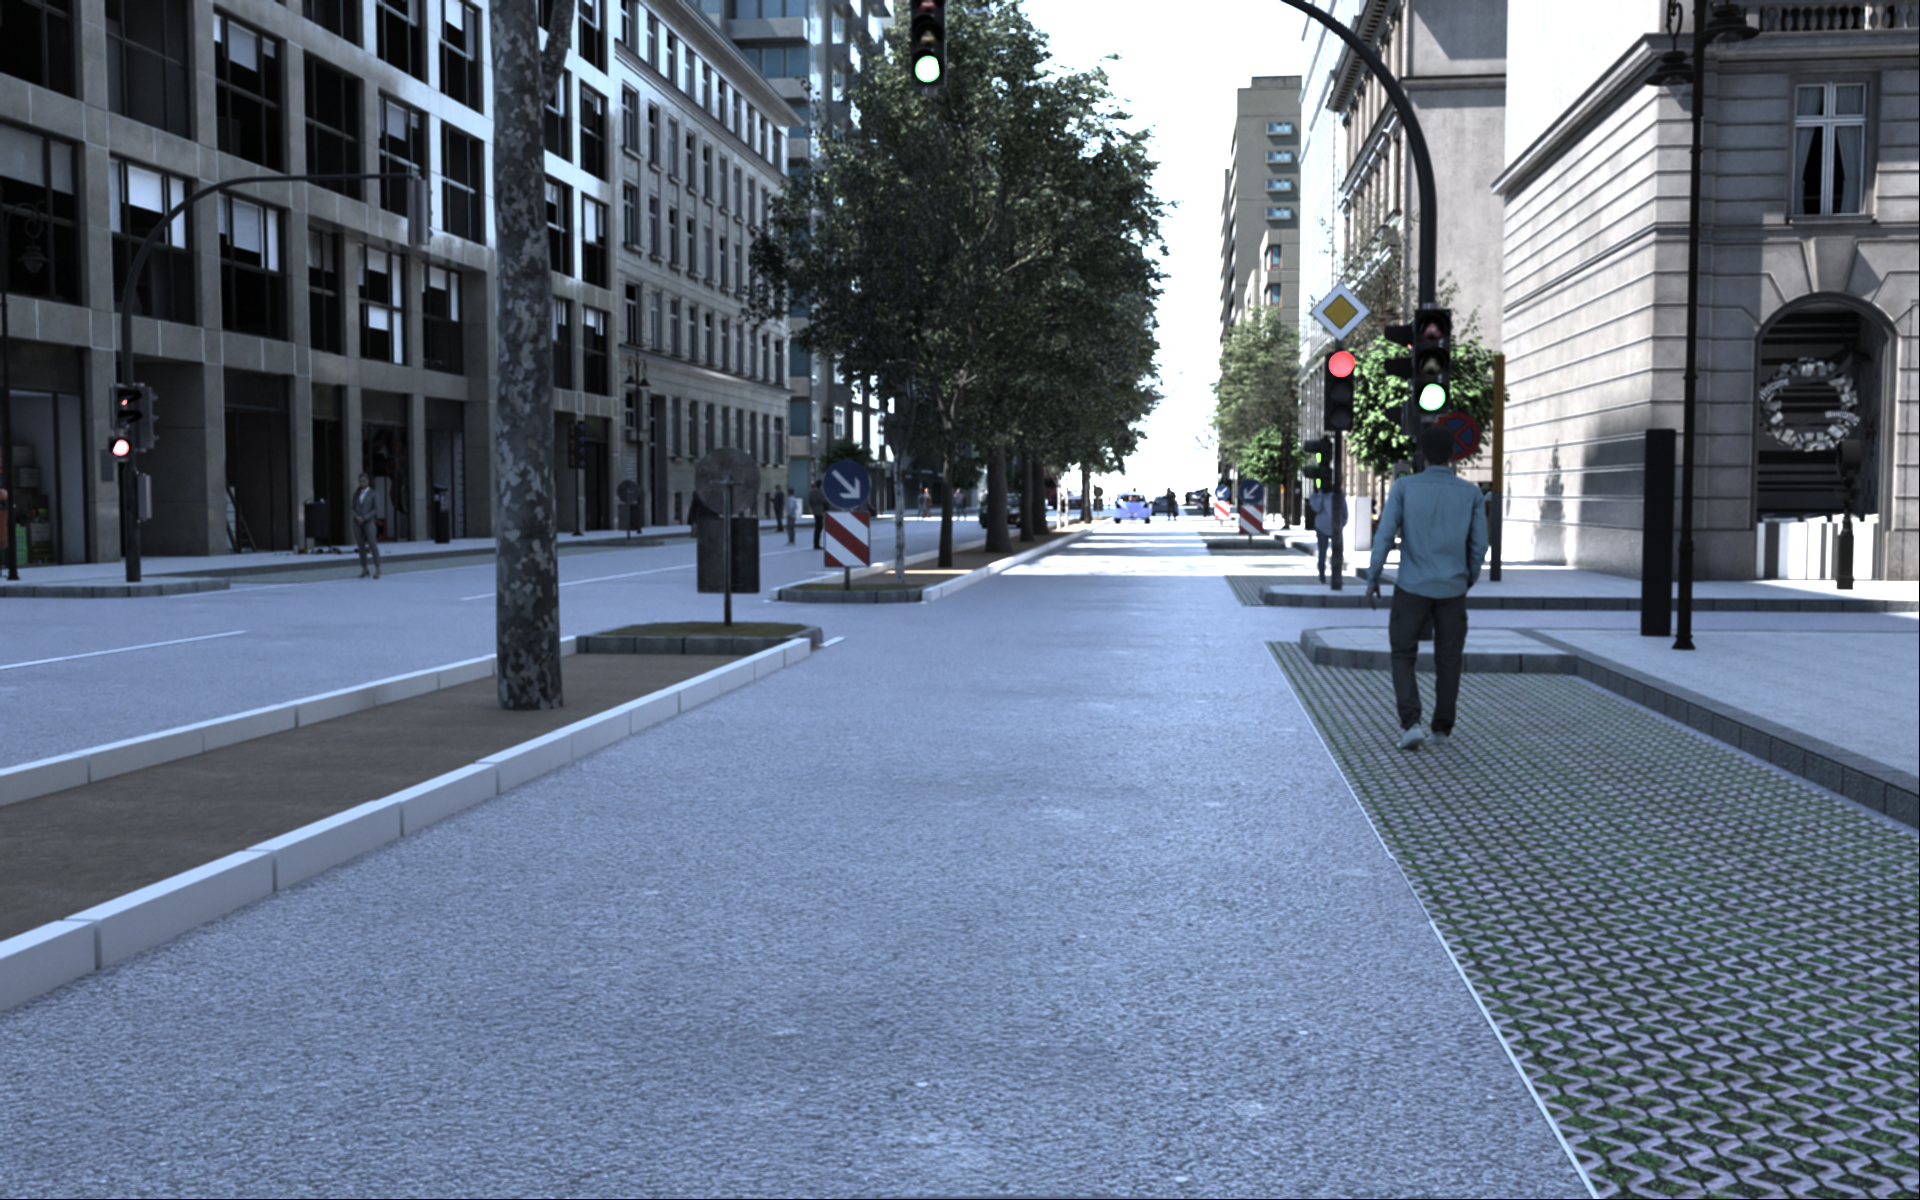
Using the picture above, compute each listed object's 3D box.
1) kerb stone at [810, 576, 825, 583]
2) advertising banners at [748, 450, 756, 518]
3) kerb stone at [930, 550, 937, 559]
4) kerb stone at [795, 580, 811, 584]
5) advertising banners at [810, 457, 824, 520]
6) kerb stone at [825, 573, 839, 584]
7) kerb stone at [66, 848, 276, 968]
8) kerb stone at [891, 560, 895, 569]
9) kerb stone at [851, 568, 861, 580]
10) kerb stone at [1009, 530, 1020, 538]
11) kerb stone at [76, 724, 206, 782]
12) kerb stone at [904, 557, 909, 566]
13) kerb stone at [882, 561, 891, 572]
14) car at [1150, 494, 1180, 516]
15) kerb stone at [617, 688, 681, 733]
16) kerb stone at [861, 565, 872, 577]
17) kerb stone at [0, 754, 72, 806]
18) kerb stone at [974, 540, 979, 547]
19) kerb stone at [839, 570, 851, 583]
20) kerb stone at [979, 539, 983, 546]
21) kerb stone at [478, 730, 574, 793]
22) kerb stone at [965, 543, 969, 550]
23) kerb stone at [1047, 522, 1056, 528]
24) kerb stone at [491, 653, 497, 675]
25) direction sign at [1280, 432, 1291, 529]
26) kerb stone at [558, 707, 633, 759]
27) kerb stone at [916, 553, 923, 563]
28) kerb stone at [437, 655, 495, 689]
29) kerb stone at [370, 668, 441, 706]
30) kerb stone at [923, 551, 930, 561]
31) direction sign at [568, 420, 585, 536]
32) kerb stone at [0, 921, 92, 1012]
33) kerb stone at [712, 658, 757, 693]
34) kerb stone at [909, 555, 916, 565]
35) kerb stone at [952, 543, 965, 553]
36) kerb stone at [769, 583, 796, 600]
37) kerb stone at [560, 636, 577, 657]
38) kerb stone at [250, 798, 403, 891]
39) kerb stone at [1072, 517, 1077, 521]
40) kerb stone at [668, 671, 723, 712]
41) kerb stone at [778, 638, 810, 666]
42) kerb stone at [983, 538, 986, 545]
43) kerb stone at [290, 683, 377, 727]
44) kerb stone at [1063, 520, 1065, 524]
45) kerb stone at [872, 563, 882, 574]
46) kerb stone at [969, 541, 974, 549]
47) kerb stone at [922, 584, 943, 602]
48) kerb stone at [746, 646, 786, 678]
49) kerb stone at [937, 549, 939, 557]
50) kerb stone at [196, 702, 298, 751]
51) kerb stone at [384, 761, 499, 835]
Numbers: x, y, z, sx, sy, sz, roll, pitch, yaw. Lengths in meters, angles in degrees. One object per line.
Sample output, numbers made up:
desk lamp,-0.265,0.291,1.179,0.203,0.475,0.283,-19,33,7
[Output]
kerb stone,-2.213,-0.224,25.858,0.120,0.150,1.000,0,4,7
advertising banners,-8.449,-4.533,70.301,0.090,3.025,2.074,0,4,1
kerb stone,-0.693,-0.971,38.078,0.120,0.150,1.000,0,4,7
kerb stone,-2.335,-0.162,24.838,0.120,0.150,1.000,0,4,7
advertising banners,-6.784,-5.343,83.545,0.090,3.025,2.074,1,4,19
kerb stone,-2.076,-0.286,26.873,0.120,0.150,1.000,0,4,7
kerb stone,-2.590,1.008,5.732,0.120,0.150,1.000,0,4,7
kerb stone,-1.332,-0.659,32.982,0.120,0.150,1.000,0,4,7
kerb stone,-1.838,-0.410,28.905,0.120,0.150,1.000,0,4,7
kerb stone,1.831,-2.217,58.438,0.120,0.150,1.000,0,4,7
kerb stone,-4.291,0.804,9.051,0.120,0.150,1.000,0,4,7
kerb stone,-1.197,-0.718,34.007,0.120,0.150,1.000,0,4,7
kerb stone,-1.460,-0.597,31.961,0.120,0.150,1.000,0,4,7
car,13.456,-6.227,113.822,2.014,1.417,4.499,0,4,6
kerb stone,-1.961,0.695,10.832,0.120,0.150,1.000,0,4,7
kerb stone,-1.709,-0.473,29.925,0.120,0.150,1.000,0,4,7
kerb stone,-4.412,0.866,8.031,0.120,0.150,1.000,0,4,7
kerb stone,0.315,-1.465,46.209,0.120,0.150,1.000,0,4,7
kerb stone,-1.956,-0.348,27.890,0.120,0.150,1.000,0,4,7
kerb stone,0.438,-1.525,47.223,0.120,0.150,1.000,0,4,7
kerb stone,-2.204,0.819,8.798,0.120,0.150,1.000,0,4,7
kerb stone,0.056,-1.340,44.177,0.120,0.150,1.000,0,4,7
kerb stone,3.975,-3.272,75.718,0.120,0.150,1.000,0,4,7
kerb stone,-3.661,0.495,14.143,0.120,0.150,1.000,0,4,7
direction sign,11.935,-4.371,63.465,0.379,3.537,0.876,2,4,32
kerb stone,-2.084,0.757,9.817,0.120,0.150,1.000,0,4,7
kerb stone,-0.948,-0.843,36.040,0.120,0.150,1.000,0,4,7
kerb stone,-3.792,0.560,13.117,0.120,0.150,1.000,0,4,7
kerb stone,-3.915,0.618,12.098,0.120,0.150,1.000,0,4,7
kerb stone,-0.820,-0.909,37.064,0.120,0.150,1.000,0,4,7
direction sign,-11.781,-3.747,53.262,0.379,3.537,0.876,1,4,21
kerb stone,-2.722,1.071,4.718,0.120,0.150,1.000,0,4,7
kerb stone,-1.708,0.571,12.861,0.120,0.150,1.000,0,4,7
kerb stone,-1.074,-0.784,35.026,0.120,0.150,1.000,0,4,7
kerb stone,-0.066,-1.279,43.152,0.120,0.150,1.000,0,4,7
kerb stone,-2.456,-0.094,23.818,0.120,0.150,1.000,0,4,7
kerb stone,-3.528,0.433,15.157,0.120,0.150,1.000,0,4,7
kerb stone,-2.460,0.945,6.748,0.120,0.150,1.000,0,4,7
kerb stone,5.989,-4.269,91.992,0.120,0.150,1.000,0,4,7
kerb stone,-1.831,0.633,11.846,0.120,0.150,1.000,0,4,7
kerb stone,-1.451,0.446,14.902,0.120,0.150,1.000,0,4,7
kerb stone,0.567,-1.593,48.242,0.120,0.150,1.000,0,4,7
kerb stone,-4.036,0.680,11.081,0.120,0.150,1.000,0,4,7
kerb stone,4.728,-3.642,81.818,0.120,0.150,1.000,0,4,7
kerb stone,-1.584,-0.534,30.946,0.120,0.150,1.000,0,4,7
kerb stone,0.190,-1.403,45.190,0.120,0.150,1.000,0,4,7
kerb stone,-0.385,-0.082,23.540,0.120,0.150,1.000,0,4,7
kerb stone,-1.583,0.508,13.885,0.120,0.150,1.000,0,4,7
kerb stone,-0.575,-1.033,39.094,0.120,0.150,1.000,0,4,7
kerb stone,-4.174,0.744,10.068,0.120,0.150,1.000,0,4,7
kerb stone,-2.331,0.888,7.767,0.120,0.150,1.000,0,4,7
